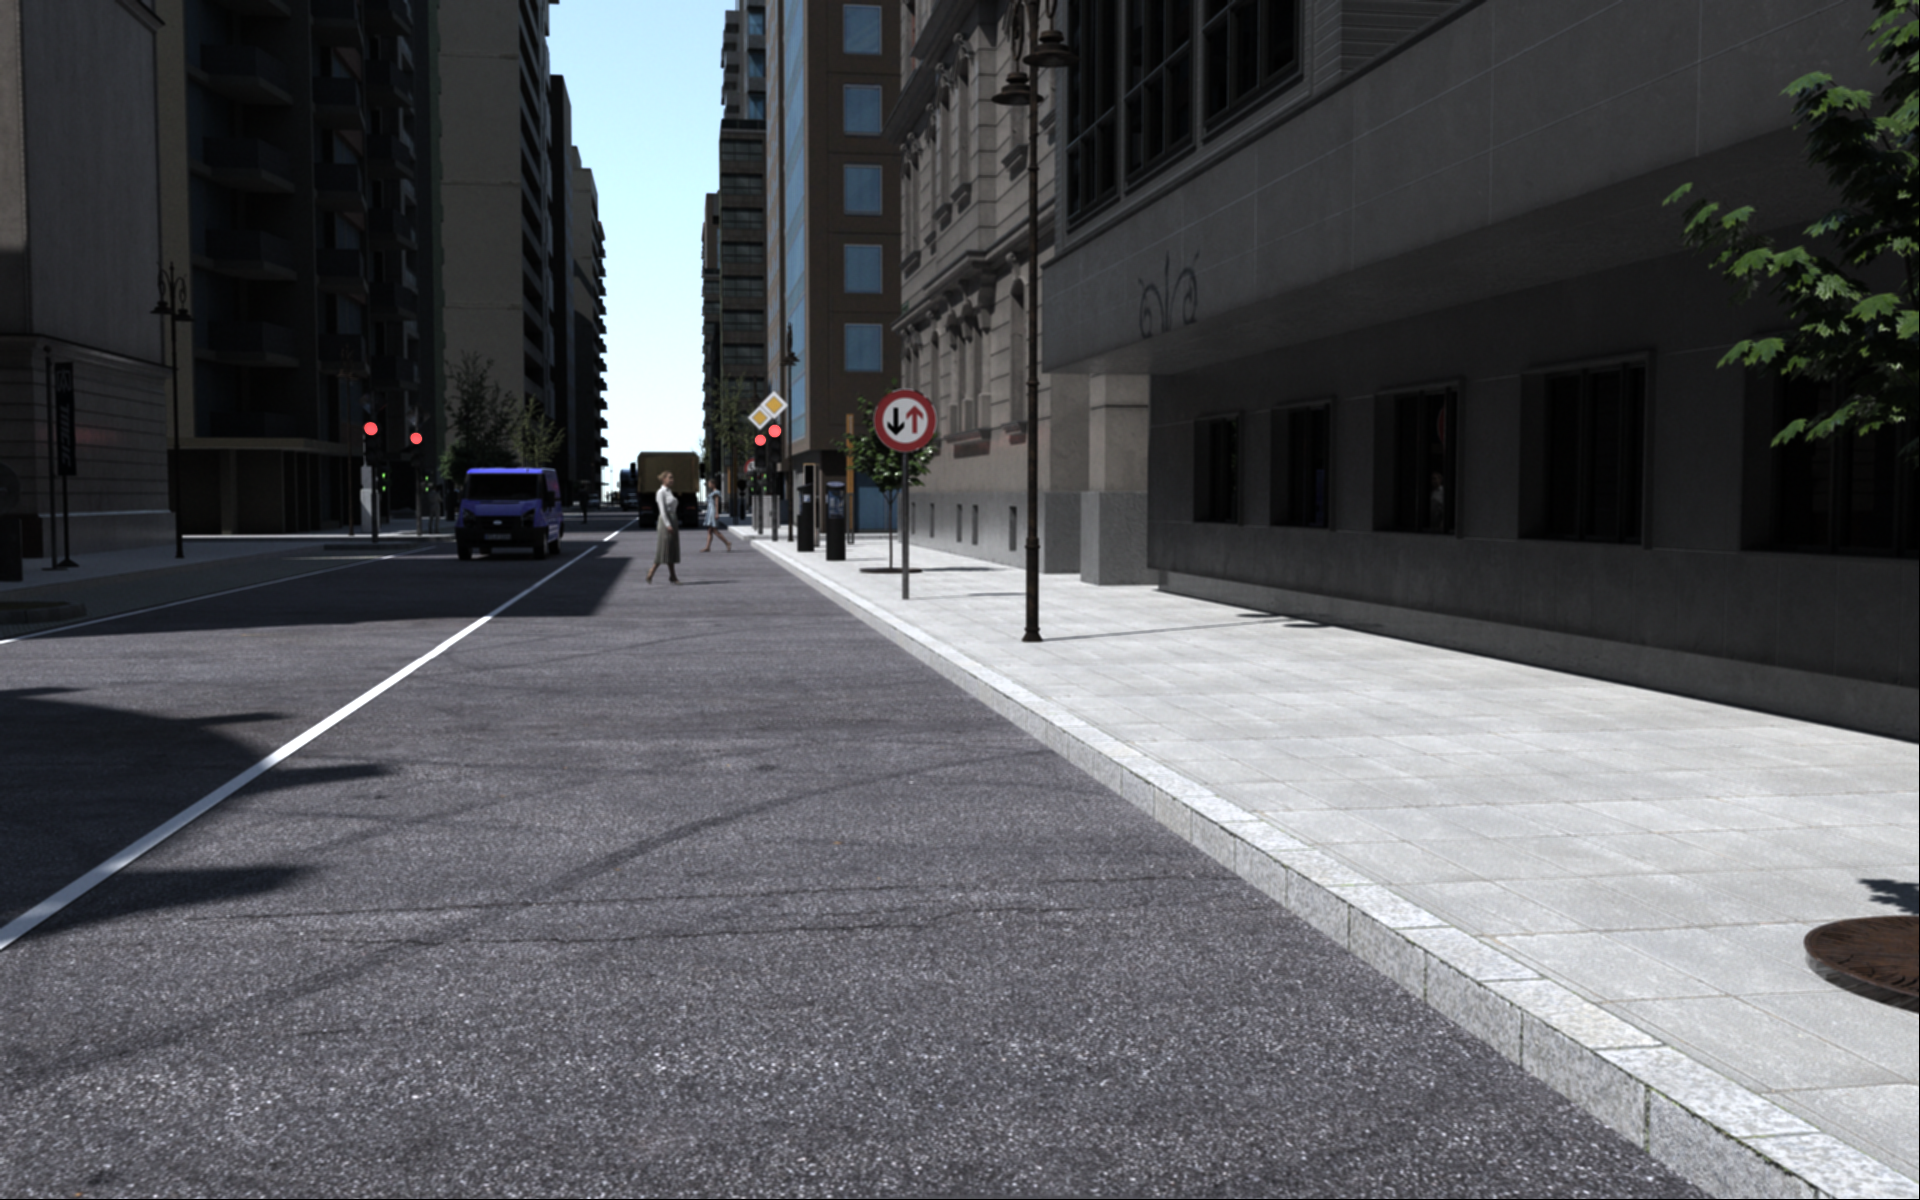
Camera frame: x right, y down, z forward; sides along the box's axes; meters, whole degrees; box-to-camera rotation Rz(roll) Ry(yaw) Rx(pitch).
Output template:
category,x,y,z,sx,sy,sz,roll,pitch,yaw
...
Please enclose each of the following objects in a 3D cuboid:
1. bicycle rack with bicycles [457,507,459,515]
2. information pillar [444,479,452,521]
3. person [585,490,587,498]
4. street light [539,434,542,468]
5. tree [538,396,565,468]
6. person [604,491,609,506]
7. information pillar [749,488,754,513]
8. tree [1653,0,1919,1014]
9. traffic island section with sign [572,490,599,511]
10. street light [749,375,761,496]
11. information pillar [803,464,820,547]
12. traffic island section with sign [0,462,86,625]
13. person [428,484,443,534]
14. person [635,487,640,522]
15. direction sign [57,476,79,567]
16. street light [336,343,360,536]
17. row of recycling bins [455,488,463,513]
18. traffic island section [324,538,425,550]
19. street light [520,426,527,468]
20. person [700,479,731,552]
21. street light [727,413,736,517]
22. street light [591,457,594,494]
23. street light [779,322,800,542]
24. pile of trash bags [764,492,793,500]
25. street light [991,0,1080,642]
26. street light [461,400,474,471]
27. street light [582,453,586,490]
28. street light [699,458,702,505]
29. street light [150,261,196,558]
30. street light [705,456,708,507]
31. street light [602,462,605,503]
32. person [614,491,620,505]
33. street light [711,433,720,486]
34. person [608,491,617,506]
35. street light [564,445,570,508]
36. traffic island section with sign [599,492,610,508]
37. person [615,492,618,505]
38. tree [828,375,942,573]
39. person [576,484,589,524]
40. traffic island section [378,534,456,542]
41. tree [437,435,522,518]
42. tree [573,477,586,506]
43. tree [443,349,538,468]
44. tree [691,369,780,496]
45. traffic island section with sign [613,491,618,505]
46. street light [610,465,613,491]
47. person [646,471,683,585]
category,x,y,z,sx,sy,sz,roll,pitch,yaw
bicycle rack with bicycles,-33.118,-6.520,119.987,2.925,0.926,2.852,3,4,36
information pillar,-24.569,-4.815,83.220,0.304,2.012,0.304,-2,4,-34
person,-31.024,-8.231,143.803,0.721,1.735,1.217,0,4,8
street light,-31.139,-9.533,128.653,0.468,5.910,1.993,-1,4,-9
tree,-30.787,-10.653,124.546,4.737,8.622,4.395,0,3,0
person,-41.187,-11.784,201.693,0.750,1.759,0.617,0,4,1
information pillar,-14.444,-7.069,120.076,0.304,2.012,0.304,2,4,26
tree,2.658,-0.603,4.467,1.663,3.219,1.824,0,3,0
traffic island section with sign,-32.585,-8.647,150.000,1.989,1.847,2.006,-1,4,-9
street light,-7.789,-5.699,65.972,0.468,5.910,1.993,-1,4,-9
information pillar,-3.592,-2.291,41.944,0.304,2.012,0.304,1,4,16
traffic island section with sign,-11.125,-0.671,19.591,1.989,1.847,2.006,-1,4,-9
person,-18.551,-3.216,61.261,0.511,1.800,0.466,0,4,5
person,-16.226,-4.875,88.182,0.580,1.828,0.573,0,4,2
direction sign,-15.737,-2.350,30.426,0.379,3.537,0.876,-2,4,-34
street light,-18.721,-4.912,53.106,0.468,5.910,1.993,-1,4,-9
row of recycling bins,-33.529,-6.712,116.861,3.534,1.692,1.069,-1,4,-11
traffic island section,-15.368,-1.417,45.451,2.009,0.180,2.903,-1,4,-9
street light,-28.945,-8.707,115.142,0.468,5.910,1.993,-1,4,-9
person,-6.069,-2.099,42.920,0.778,1.811,0.616,0,4,-5
street light,-12.813,-7.600,97.050,0.468,5.910,1.993,-1,4,-9
street light,-44.722,-14.574,211.079,0.468,5.910,1.993,-1,4,-9
street light,-4.586,-4.523,46.732,0.468,5.910,1.993,-1,4,-9
pile of trash bags,-8.367,-4.307,80.179,1.912,1.369,3.447,1,4,11
street light,0.630,-2.577,14.916,0.468,5.910,1.993,-1,4,-9
street light,-23.895,-6.809,84.114,0.468,5.910,1.993,-1,4,-9
street light,-41.375,-13.332,190.765,0.468,5.910,1.993,-1,4,-9
street light,-30.505,-14.161,204.324,0.468,5.910,1.993,-1,4,-9
street light,-15.663,-3.780,34.590,0.468,5.910,1.993,-1,4,-9
street light,-25.315,-12.265,173.319,0.468,5.910,1.993,-1,4,-9
street light,-49.847,-16.477,242.192,0.468,5.910,1.993,-1,4,-9
person,-43.295,-12.914,219.732,0.705,1.812,1.348,3,5,41
street light,-18.008,-9.529,128.594,0.468,5.910,1.993,-1,4,-9
person,-39.875,-11.623,198.514,1.348,1.826,0.705,-2,4,-31
street light,-36.188,-11.436,159.760,0.468,5.910,1.993,-1,4,-9
traffic island section with sign,-37.069,-10.309,177.176,1.989,1.847,2.006,-1,4,-9
person,-45.643,-13.531,230.658,0.541,1.710,0.530,-1,4,-20
tree,-1.025,-2.062,28.321,1.663,3.219,1.824,0,3,0
person,-18.339,-4.667,84.171,0.474,1.900,0.648,1,4,16
traffic island section,-16.665,-1.899,53.330,2.009,0.180,2.903,-1,4,-9
tree,-26.357,-6.689,93.080,4.285,4.588,4.351,0,3,0
tree,-43.045,-12.203,194.126,1.663,3.219,1.824,0,3,0
tree,-24.330,-8.417,87.973,4.737,8.622,4.395,0,3,0
tree,-13.046,-9.309,102.564,4.737,8.622,4.395,0,3,0
traffic island section with sign,-46.318,-13.745,233.354,1.989,1.847,2.006,-1,4,-9
street light,-54.977,-18.378,273.269,0.468,5.910,1.993,-1,4,-9
person,-4.698,-1.144,27.427,0.641,1.798,0.478,2,4,25
